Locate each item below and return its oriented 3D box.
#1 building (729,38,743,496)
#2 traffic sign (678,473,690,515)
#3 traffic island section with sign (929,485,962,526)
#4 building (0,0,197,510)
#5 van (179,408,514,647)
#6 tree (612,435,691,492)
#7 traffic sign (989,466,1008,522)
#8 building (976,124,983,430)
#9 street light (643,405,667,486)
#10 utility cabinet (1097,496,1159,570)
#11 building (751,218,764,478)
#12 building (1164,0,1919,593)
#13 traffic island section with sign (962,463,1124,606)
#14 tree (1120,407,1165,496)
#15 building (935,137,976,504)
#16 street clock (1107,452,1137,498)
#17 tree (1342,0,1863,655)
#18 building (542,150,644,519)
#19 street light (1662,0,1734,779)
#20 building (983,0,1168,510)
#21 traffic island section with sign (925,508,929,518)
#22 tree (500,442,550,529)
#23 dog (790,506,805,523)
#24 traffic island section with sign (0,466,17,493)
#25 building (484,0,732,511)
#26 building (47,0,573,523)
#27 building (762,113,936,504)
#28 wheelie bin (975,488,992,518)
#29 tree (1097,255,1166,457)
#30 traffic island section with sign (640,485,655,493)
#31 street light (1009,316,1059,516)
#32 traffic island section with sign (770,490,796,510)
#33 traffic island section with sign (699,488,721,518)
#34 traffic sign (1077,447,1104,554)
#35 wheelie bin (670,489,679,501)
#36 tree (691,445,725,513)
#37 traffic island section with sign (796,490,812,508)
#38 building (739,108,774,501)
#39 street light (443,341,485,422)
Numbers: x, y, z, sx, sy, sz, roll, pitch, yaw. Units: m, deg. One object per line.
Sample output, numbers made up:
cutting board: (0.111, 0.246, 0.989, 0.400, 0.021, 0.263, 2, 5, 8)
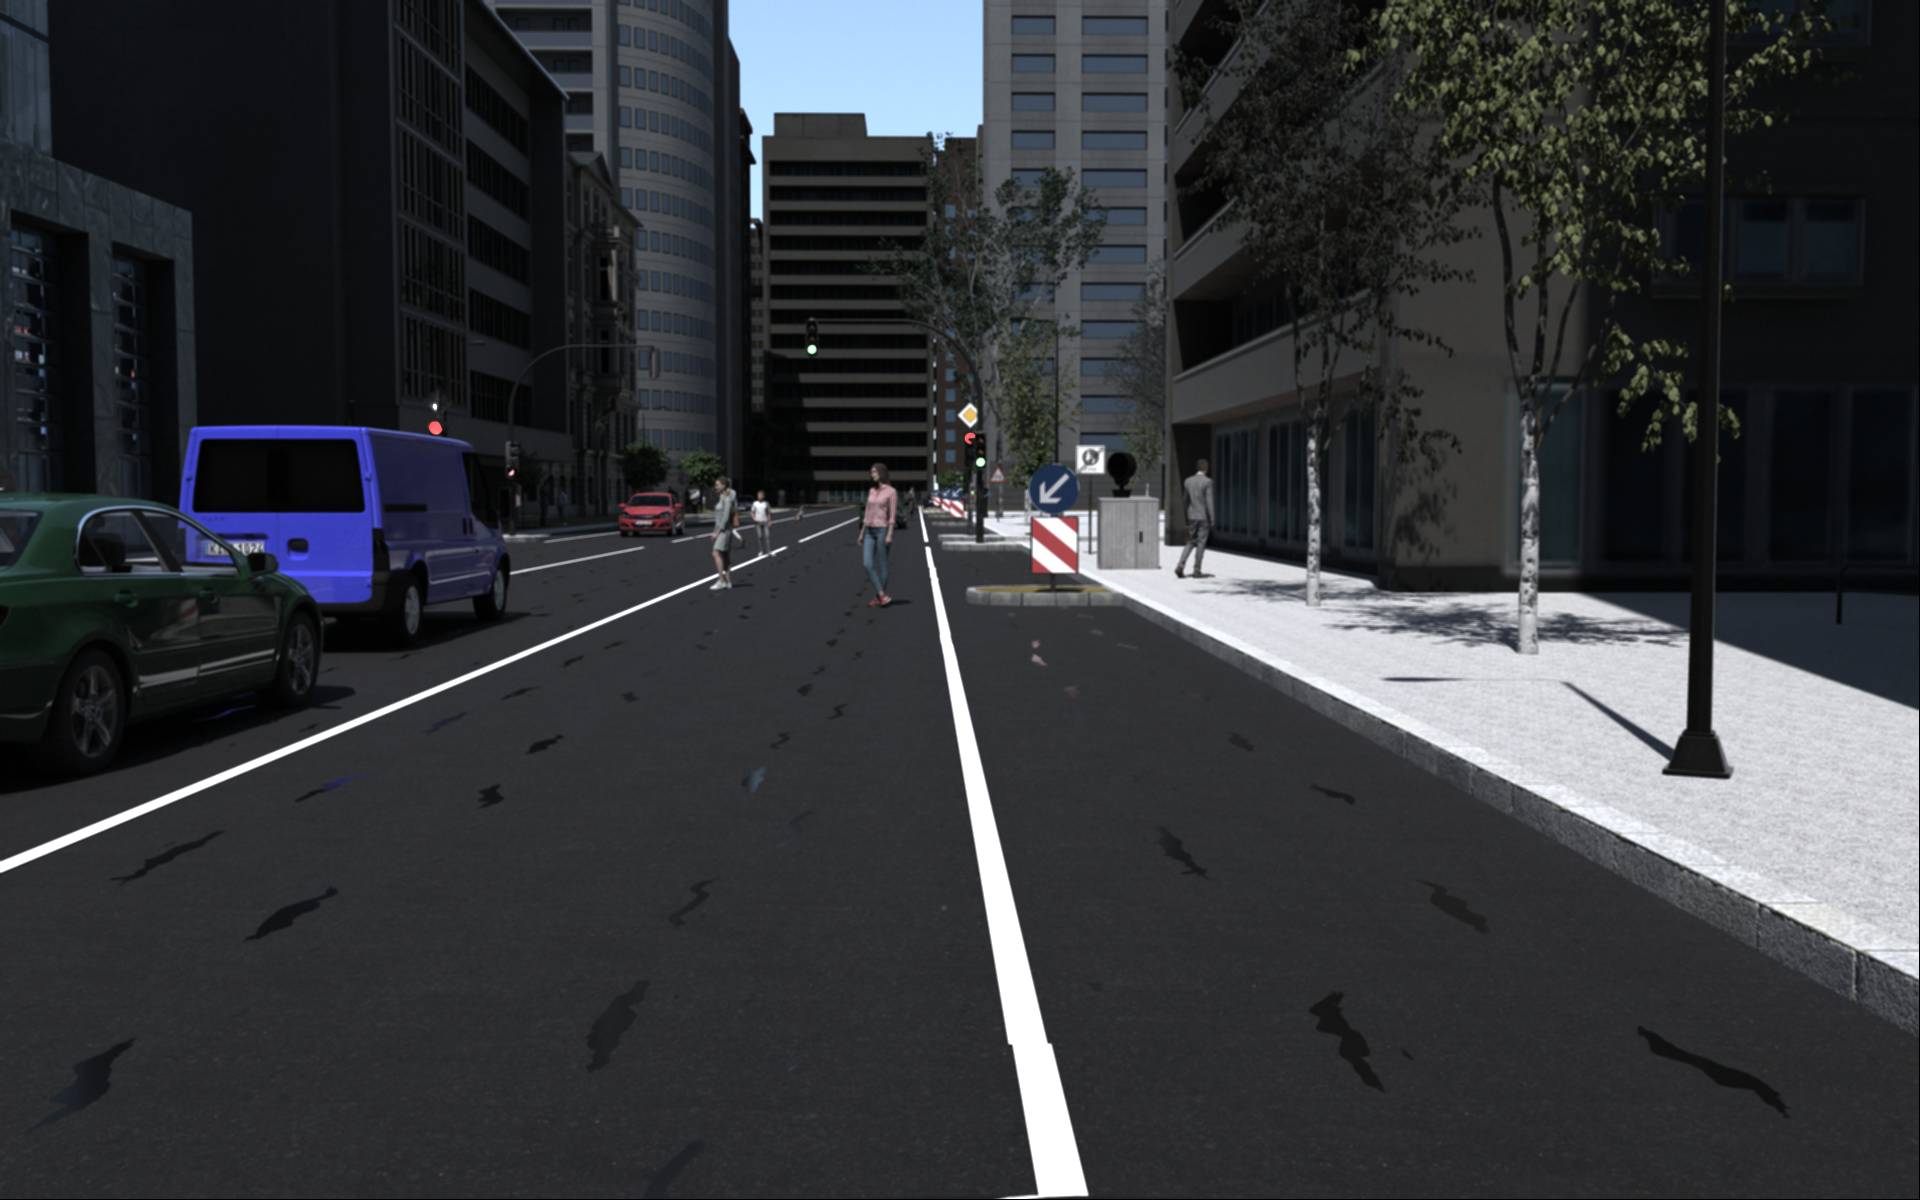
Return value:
building: (-28.217, -31.372, 163.050, 14.600, 45.320, 14.200, 0, 4, -1)
traffic sign: (-17.050, -6.541, 107.057, 0.768, 2.556, 0.104, 0, 4, 6)
traffic island section with sign: (-0.273, -4.236, 77.890, 1.989, 1.847, 2.006, 0, 4, -1)
building: (-32.780, -43.622, 25.887, 31.000, 86.520, 22.319, 0, 4, -1)
van: (-6.103, -0.825, 17.869, 2.240, 2.365, 5.245, 0, 4, -1)
tree: (-17.497, -6.850, 95.707, 4.285, 4.588, 4.351, 0, 3, 0)
traffic sign: (1.736, -4.810, 78.639, 0.884, 2.594, 0.081, 0, 4, 6)
building: (8.798, -31.270, 194.866, 14.154, 41.232, 14.086, 0, 4, -1)
street light: (-16.035, -7.236, 90.857, 1.470, 5.913, 1.316, 0, 4, -1)
utility cabinet: (2.869, -1.123, 29.531, 1.020, 1.237, 0.306, 0, 4, -7)
building: (-36.892, -32.838, 228.786, 23.993, 40.220, 32.217, 0, 4, -1)
building: (16.034, -24.956, 31.737, 21.300, 48.544, 21.600, 0, 4, -1)
traffic island section with sign: (1.089, -0.889, 23.158, 1.989, 1.847, 2.006, 0, 4, -1)
tree: (13.058, -10.423, 120.786, 4.737, 8.622, 4.395, 0, 3, 0)
building: (4.016, -34.895, 220.642, 14.200, 45.320, 14.600, 0, 4, -1)
street clock: (2.807, -1.560, 30.078, 0.471, 2.002, 0.358, 3, 5, 40)
tree: (4.628, -3.857, 13.427, 4.737, 8.622, 4.395, 0, 3, 0)
building: (-26.723, -17.258, 101.252, 14.460, 24.649, 34.723, 0, 4, -1)
street light: (2.856, -2.156, 7.785, 1.470, 5.913, 1.316, 0, 4, -1)
building: (12.494, -37.331, 152.356, 21.231, 58.520, 28.212, 0, 4, -1)
traffic island section with sign: (-0.943, -5.893, 104.984, 1.989, 1.847, 2.006, 0, 4, -1)
tree: (-16.483, -4.300, 64.906, 1.663, 3.219, 1.824, 0, 3, 0)
dog: (-8.207, -4.300, 87.142, 0.800, 0.831, 0.513, 0, 4, -4)
traffic island section with sign: (-12.604, -0.820, 22.041, 1.989, 1.847, 2.006, 0, 4, -1)
building: (-30.773, -36.638, 141.035, 21.231, 58.520, 28.212, 0, 4, -1)
building: (-25.423, -15.262, 68.607, 14.314, 24.678, 30.058, 0, 4, -1)
building: (-13.968, -36.697, 223.704, 21.600, 48.544, 21.300, 0, 4, -1)
wheelie bin: (1.231, -5.229, 93.407, 0.980, 1.594, 0.693, 0, 4, -3)
tree: (11.158, -10.156, 76.427, 12.009, 13.543, 11.850, 0, 3, 0)
traffic island section with sign: (-14.000, -4.216, 77.559, 1.989, 1.847, 2.006, 0, 4, -1)
street light: (1.987, -4.445, 45.225, 1.470, 5.913, 1.316, 0, 4, -1)
traffic island section with sign: (-15.916, -8.943, 154.853, 1.989, 1.847, 2.006, 0, 4, -1)
traffic island section with sign: (-14.664, -5.864, 104.506, 1.989, 1.847, 2.006, 0, 4, -1)
traffic sign: (2.764, -2.118, 36.762, 0.606, 2.300, 0.079, 0, 4, 0)
wheelie bin: (-16.933, -5.767, 102.195, 0.693, 1.594, 0.980, -1, 4, -10)
tree: (-17.415, -8.104, 116.215, 4.285, 4.588, 4.351, 0, 3, 0)
traffic island section with sign: (-16.594, -10.612, 182.128, 1.989, 1.847, 2.006, 0, 4, -1)
building: (-35.782, -32.775, 190.487, 28.867, 44.769, 22.147, 0, 4, -1)
street light: (-15.099, -4.901, 52.677, 1.470, 5.913, 1.316, 0, 4, -1)
